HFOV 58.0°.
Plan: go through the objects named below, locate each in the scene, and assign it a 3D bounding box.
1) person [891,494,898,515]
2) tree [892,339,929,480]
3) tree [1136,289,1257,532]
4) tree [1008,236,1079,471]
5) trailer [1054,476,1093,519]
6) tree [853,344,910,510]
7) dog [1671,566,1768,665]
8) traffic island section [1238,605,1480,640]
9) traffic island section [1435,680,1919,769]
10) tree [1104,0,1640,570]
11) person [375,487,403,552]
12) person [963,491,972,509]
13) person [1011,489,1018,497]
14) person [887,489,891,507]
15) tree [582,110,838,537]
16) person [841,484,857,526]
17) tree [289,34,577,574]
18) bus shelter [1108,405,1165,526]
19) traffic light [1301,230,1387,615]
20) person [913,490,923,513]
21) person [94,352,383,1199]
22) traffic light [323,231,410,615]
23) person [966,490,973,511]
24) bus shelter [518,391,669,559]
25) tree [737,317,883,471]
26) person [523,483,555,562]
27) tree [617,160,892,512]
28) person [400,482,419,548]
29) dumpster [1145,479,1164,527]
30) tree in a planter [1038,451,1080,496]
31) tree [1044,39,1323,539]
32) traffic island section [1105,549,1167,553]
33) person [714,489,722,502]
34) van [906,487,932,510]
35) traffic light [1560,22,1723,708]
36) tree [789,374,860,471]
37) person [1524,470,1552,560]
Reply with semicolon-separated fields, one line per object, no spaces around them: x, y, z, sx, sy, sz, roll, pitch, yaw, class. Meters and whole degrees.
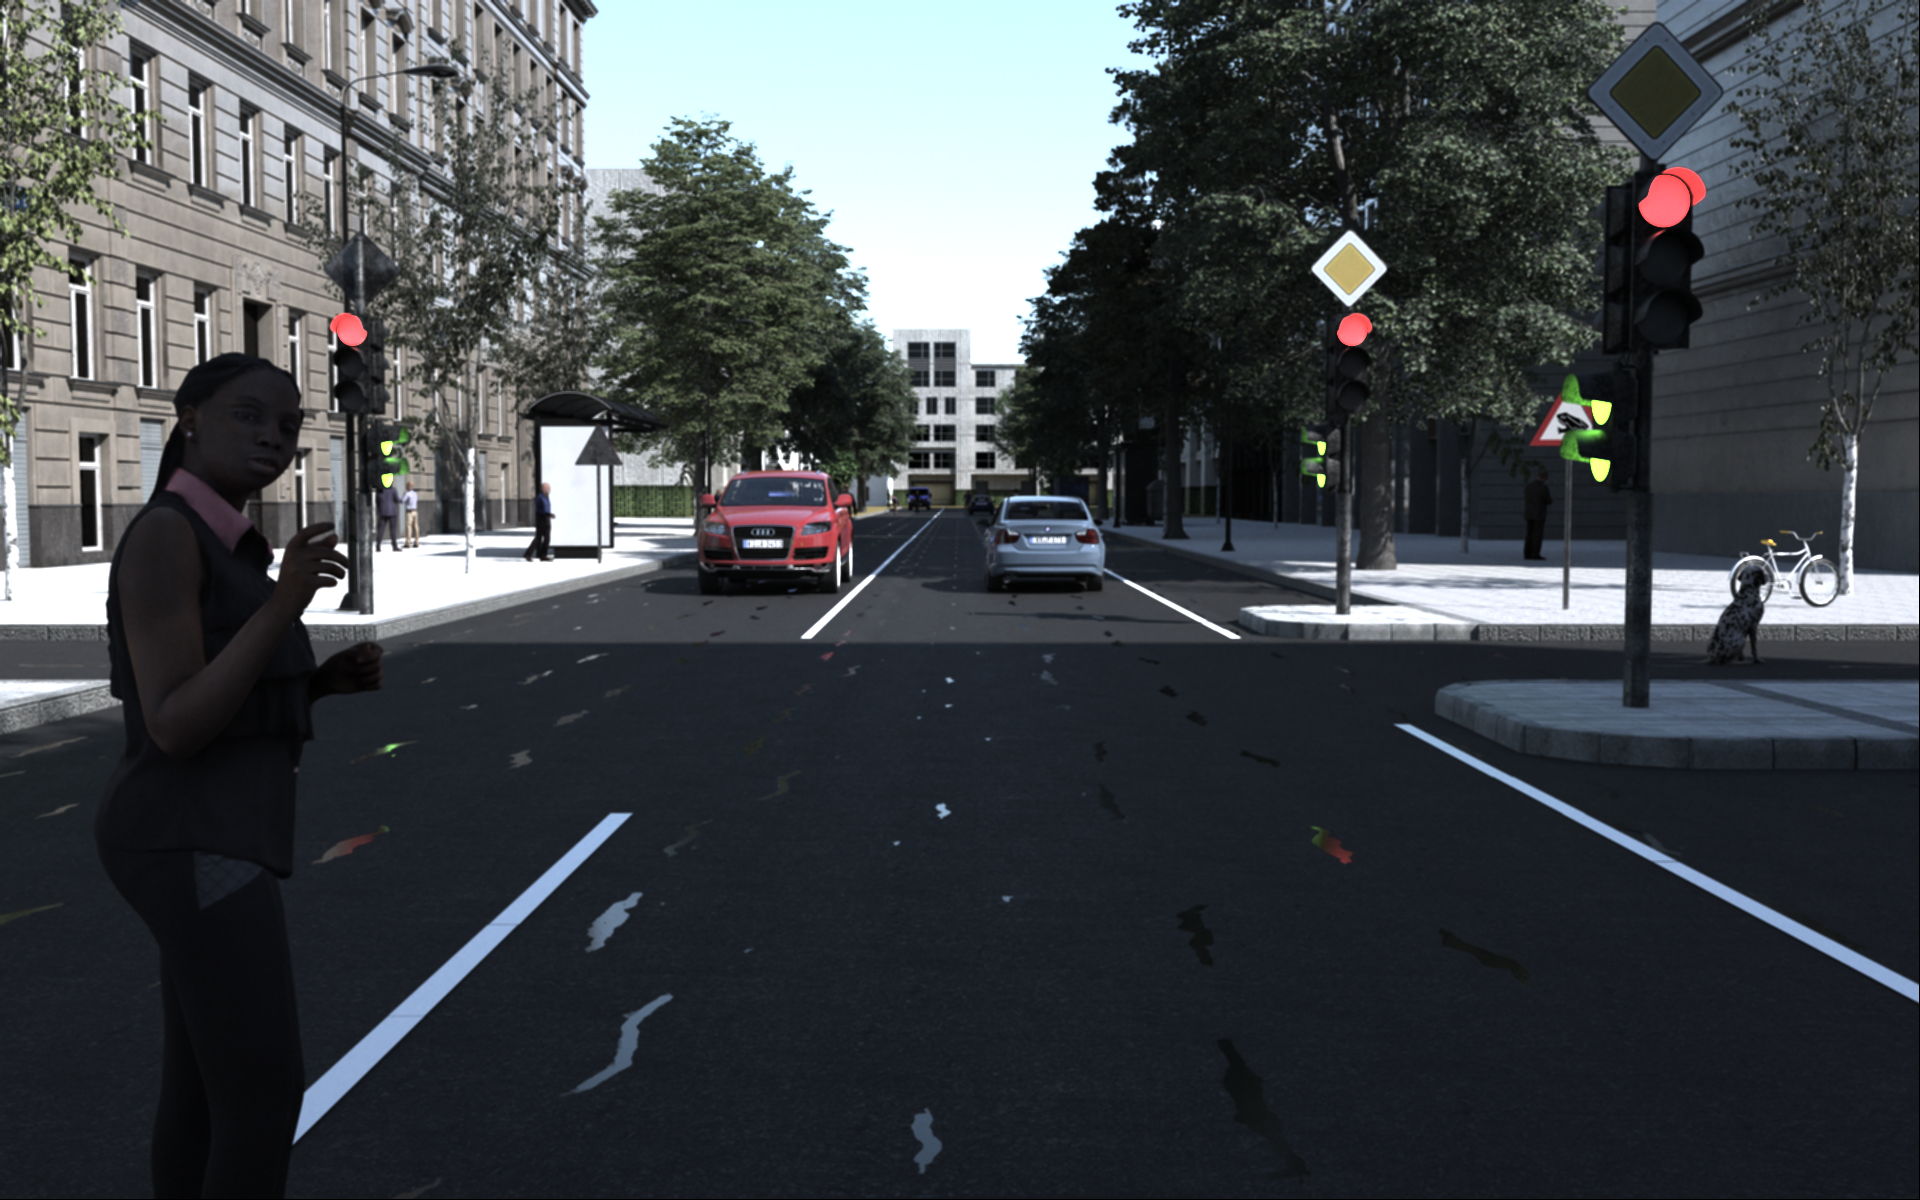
-4.487;-6.554;118.886;0.421;1.427;0.697;2;4;24;person
-6.799;-13.073;120.400;9.857;13.997;8.962;0;3;0;tree
7.119;-6.572;57.811;4.737;8.622;4.395;0;3;0;tree
7.281;-11.013;86.723;9.857;13.997;8.962;0;3;0;tree
3.643;-3.097;57.682;1.471;1.999;3.904;0;4;-1;trailer
-7.527;-14.191;139.438;7.806;13.903;7.818;0;3;0;tree
6.466;0.130;14.707;0.800;0.831;0.513;1;4;14;dog
4.102;0.234;18.450;2.009;0.180;2.903;0;3;0;traffic island section
4.106;0.723;10.464;2.009;0.180;2.903;0;3;0;traffic island section
7.123;-7.480;28.960;9.857;13.997;8.962;0;3;0;tree
-12.692;-1.925;38.438;0.541;1.710;0.530;1;4;15;person
0.717;-9.614;166.238;0.990;1.755;0.434;-2;4;-23;person
4.162;-7.324;128.257;1.348;1.824;0.705;2;4;30;person
-6.760;-9.754;166.243;0.721;1.735;1.217;-1;4;-17;person
-7.393;-8.184;51.932;7.486;12.596;7.792;0;3;0;tree
-3.699;-2.830;55.321;0.990;1.755;0.434;-3;4;-38;person
-8.090;-4.727;27.653;4.360;8.622;3.978;0;3;0;tree
7.507;-5.881;73.786;2.179;5.291;8.768;0;3;0;bus shelter
4.062;-1.779;18.337;0.839;4.213;0.868;0;3;0;traffic light
-3.195;-7.488;131.756;0.721;1.723;1.217;2;4;35;person
-1.034;0.452;2.580;0.593;1.643;0.415;2;4;32;person
-6.299;-1.778;18.316;0.839;4.213;0.868;0;3;0;traffic light
0.858;-8.299;144.632;0.568;1.767;0.683;1;4;17;person
-7.634;-2.617;36.716;2.014;3.302;5.546;0;4;0;bus shelter
-7.586;-9.308;86.597;8.767;10.594;7.601;1;4;16;tree
-7.899;-1.478;32.897;0.600;1.496;0.574;2;4;33;person
-7.820;-9.708;65.384;9.857;13.997;8.962;0;3;0;tree
-13.114;-2.029;41.277;0.319;1.574;0.516;2;4;27;person
8.019;-3.838;68.502;1.264;1.857;1.865;0;4;0;dumpster
4.072;-4.507;70.905;1.991;3.239;1.994;0;3;0;tree in a planter
6.261;-8.681;49.351;7.806;13.903;7.818;0;3;0;tree
4.074;-1.257;43.422;1.991;0.108;1.994;0;3;0;traffic island section
-10.893;-4.252;78.104;0.480;1.512;0.613;-2;4;-28;person
-3.623;-9.214;155.040;2.240;2.365;5.245;0;4;0;van
4.066;-1.291;10.352;0.839;4.213;0.868;0;3;0;traffic light
-7.690;-8.831;94.743;4.360;8.622;3.978;0;3;0;tree
11.301;-1.658;33.837;0.565;1.739;0.600;2;4;35;person
